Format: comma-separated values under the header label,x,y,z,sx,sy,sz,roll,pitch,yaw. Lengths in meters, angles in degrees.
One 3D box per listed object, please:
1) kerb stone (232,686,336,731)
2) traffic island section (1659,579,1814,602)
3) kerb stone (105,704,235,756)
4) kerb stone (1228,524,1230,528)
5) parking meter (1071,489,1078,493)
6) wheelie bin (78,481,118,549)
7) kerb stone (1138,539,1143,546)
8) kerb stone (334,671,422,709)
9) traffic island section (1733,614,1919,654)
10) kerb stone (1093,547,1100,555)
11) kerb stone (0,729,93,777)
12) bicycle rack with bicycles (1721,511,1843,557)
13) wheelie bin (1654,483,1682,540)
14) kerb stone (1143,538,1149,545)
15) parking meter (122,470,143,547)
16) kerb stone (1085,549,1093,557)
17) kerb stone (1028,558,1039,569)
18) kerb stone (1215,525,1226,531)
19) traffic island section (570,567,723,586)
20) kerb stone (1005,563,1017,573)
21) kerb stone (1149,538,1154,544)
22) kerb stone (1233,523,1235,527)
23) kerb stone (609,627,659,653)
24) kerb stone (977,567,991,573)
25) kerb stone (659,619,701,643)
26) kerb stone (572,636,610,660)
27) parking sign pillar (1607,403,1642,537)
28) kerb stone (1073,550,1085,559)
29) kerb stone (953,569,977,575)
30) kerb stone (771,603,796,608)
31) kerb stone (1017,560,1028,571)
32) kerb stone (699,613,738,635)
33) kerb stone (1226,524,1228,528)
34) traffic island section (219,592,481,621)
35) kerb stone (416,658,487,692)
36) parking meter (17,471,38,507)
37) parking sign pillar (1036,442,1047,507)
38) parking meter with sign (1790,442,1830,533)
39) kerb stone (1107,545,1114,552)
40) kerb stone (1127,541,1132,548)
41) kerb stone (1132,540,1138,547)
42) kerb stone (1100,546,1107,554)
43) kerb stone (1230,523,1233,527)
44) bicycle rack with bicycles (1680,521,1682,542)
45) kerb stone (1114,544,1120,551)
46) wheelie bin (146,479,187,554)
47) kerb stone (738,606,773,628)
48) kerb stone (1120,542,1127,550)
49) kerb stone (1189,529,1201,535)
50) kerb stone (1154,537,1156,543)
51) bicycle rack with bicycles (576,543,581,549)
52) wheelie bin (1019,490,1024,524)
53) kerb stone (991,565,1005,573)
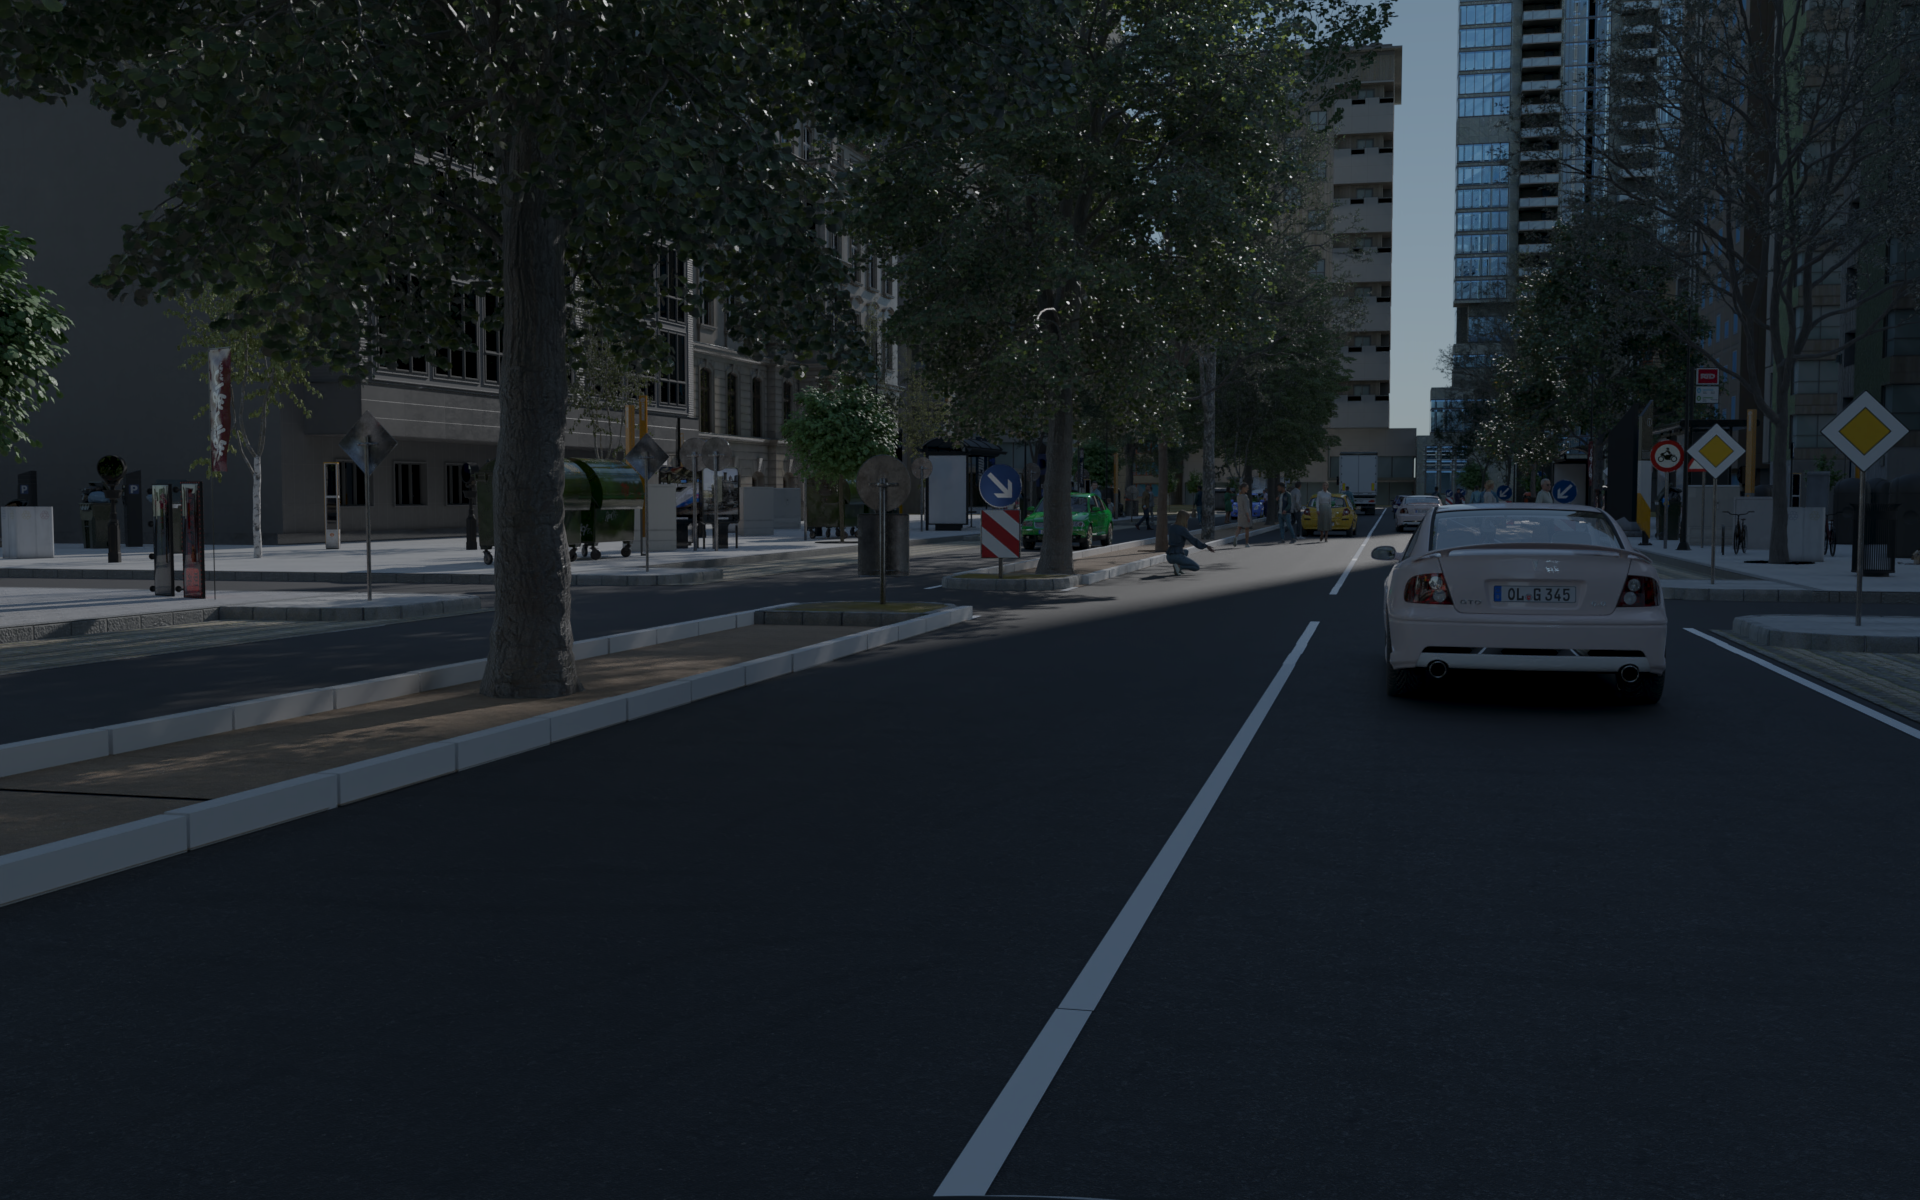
label,x,y,z,sx,sy,sz,roll,pitch,yaw
kerb stone,-4.313,0.688,10.950,0.120,0.150,1.000,1,4,14
traffic island section,10.714,-0.143,24.619,2.009,0.180,2.903,1,4,14
kerb stone,-4.562,0.750,9.955,0.120,0.150,1.000,1,4,14
kerb stone,11.050,-3.054,72.128,0.120,0.150,1.000,1,4,14
parking meter,5.518,-4.575,83.212,0.372,1.533,0.369,0,3,0
wheelie bin,-20.297,-2.011,40.790,0.980,1.594,0.693,2,4,35
kerb stone,4.807,-1.535,47.294,0.120,0.150,1.000,1,4,14
kerb stone,-4.060,0.632,11.956,0.120,0.150,1.000,1,4,14
traffic island section,8.768,0.331,16.874,2.009,0.180,2.903,1,4,14
kerb stone,3.063,-1.109,40.323,0.120,0.150,1.000,1,4,14
kerb stone,-4.818,0.809,8.961,0.120,0.150,1.000,1,4,14
bicycle rack with bicycles,17.369,-1.438,36.901,2.852,0.926,2.925,2,4,24
wheelie bin,19.802,-2.476,48.398,0.693,1.594,0.980,1,4,13
kerb stone,5.065,-1.596,48.283,0.120,0.150,1.000,1,4,14
parking meter,-20.078,-2.220,42.011,0.399,1.863,0.255,-3,5,-40
kerb stone,2.817,-1.048,39.327,0.120,0.150,1.000,1,4,14
kerb stone,1.321,-0.681,33.357,0.120,0.150,1.000,1,4,14
kerb stone,10.553,-2.931,70.145,0.120,0.150,1.000,1,4,14
traffic island section,-5.184,-0.387,28.603,2.009,0.180,2.903,1,4,14
kerb stone,0.815,-0.556,31.368,0.120,0.150,1.000,1,4,14
kerb stone,5.309,-1.656,49.276,0.120,0.150,1.000,1,4,14
kerb stone,11.552,-3.176,74.115,0.120,0.150,1.000,1,4,14
kerb stone,-3.058,0.382,15.946,0.120,0.150,1.000,1,4,14
kerb stone,0.309,-0.439,29.372,0.120,0.150,1.000,1,4,14
kerb stone,-2.811,0.321,16.944,0.120,0.150,1.000,1,4,14
kerb stone,-3.316,0.443,14.948,0.120,0.150,1.000,1,4,14
parking sign pillar,20.025,-3.890,52.076,1.447,3.967,1.447,-1,4,-12
kerb stone,2.561,-0.987,38.332,0.120,0.150,1.000,1,4,14
kerb stone,0.060,-0.378,28.379,0.120,0.150,1.000,1,4,14
kerb stone,-2.063,0.139,19.928,0.120,0.150,1.000,1,4,14
kerb stone,1.070,-0.617,32.367,0.120,0.150,1.000,1,4,14
kerb stone,-2.566,0.262,17.938,0.120,0.150,1.000,1,4,14
kerb stone,10.812,-2.992,71.134,0.120,0.150,1.000,1,4,14
traffic island section,-7.129,0.087,20.858,2.009,0.180,2.903,1,4,14
kerb stone,-3.812,0.567,12.952,0.120,0.150,1.000,1,4,14
parking meter,-23.371,-2.307,43.427,0.399,1.863,0.255,1,4,11
parking sign pillar,4.199,-5.826,83.726,1.447,3.967,1.447,-3,5,-45
parking meter with sign,28.690,-3.769,57.878,1.738,3.016,0.543,2,4,29
kerb stone,3.557,-1.221,42.314,0.120,0.150,1.000,1,4,14
kerb stone,4.310,-1.413,45.301,0.120,0.150,1.000,1,4,14
kerb stone,4.562,-1.474,46.295,0.120,0.150,1.000,1,4,14
kerb stone,3.314,-1.170,41.321,0.120,0.150,1.000,1,4,14
kerb stone,11.308,-3.115,73.122,0.120,0.150,1.000,1,4,14
bicycle rack with bicycles,20.394,-1.980,45.762,2.852,0.926,2.925,-1,4,-16
kerb stone,3.813,-1.291,43.308,0.120,0.150,1.000,1,4,14
wheelie bin,-17.062,-1.808,37.461,0.980,1.594,0.693,-1,4,-9
kerb stone,-2.306,0.202,18.926,0.120,0.150,1.000,1,4,14
kerb stone,4.070,-1.352,44.307,0.120,0.150,1.000,1,4,14
kerb stone,8.311,-2.386,61.205,0.120,0.150,1.000,1,4,14
kerb stone,5.565,-1.716,50.266,0.120,0.150,1.000,1,4,14
bicycle rack with bicycles,-9.753,-1.738,41.799,2.852,0.926,2.925,0,4,3
wheelie bin,2.456,-4.058,74.251,0.693,1.594,0.980,-1,4,-17
kerb stone,0.568,-0.498,30.375,0.120,0.150,1.000,1,4,14
